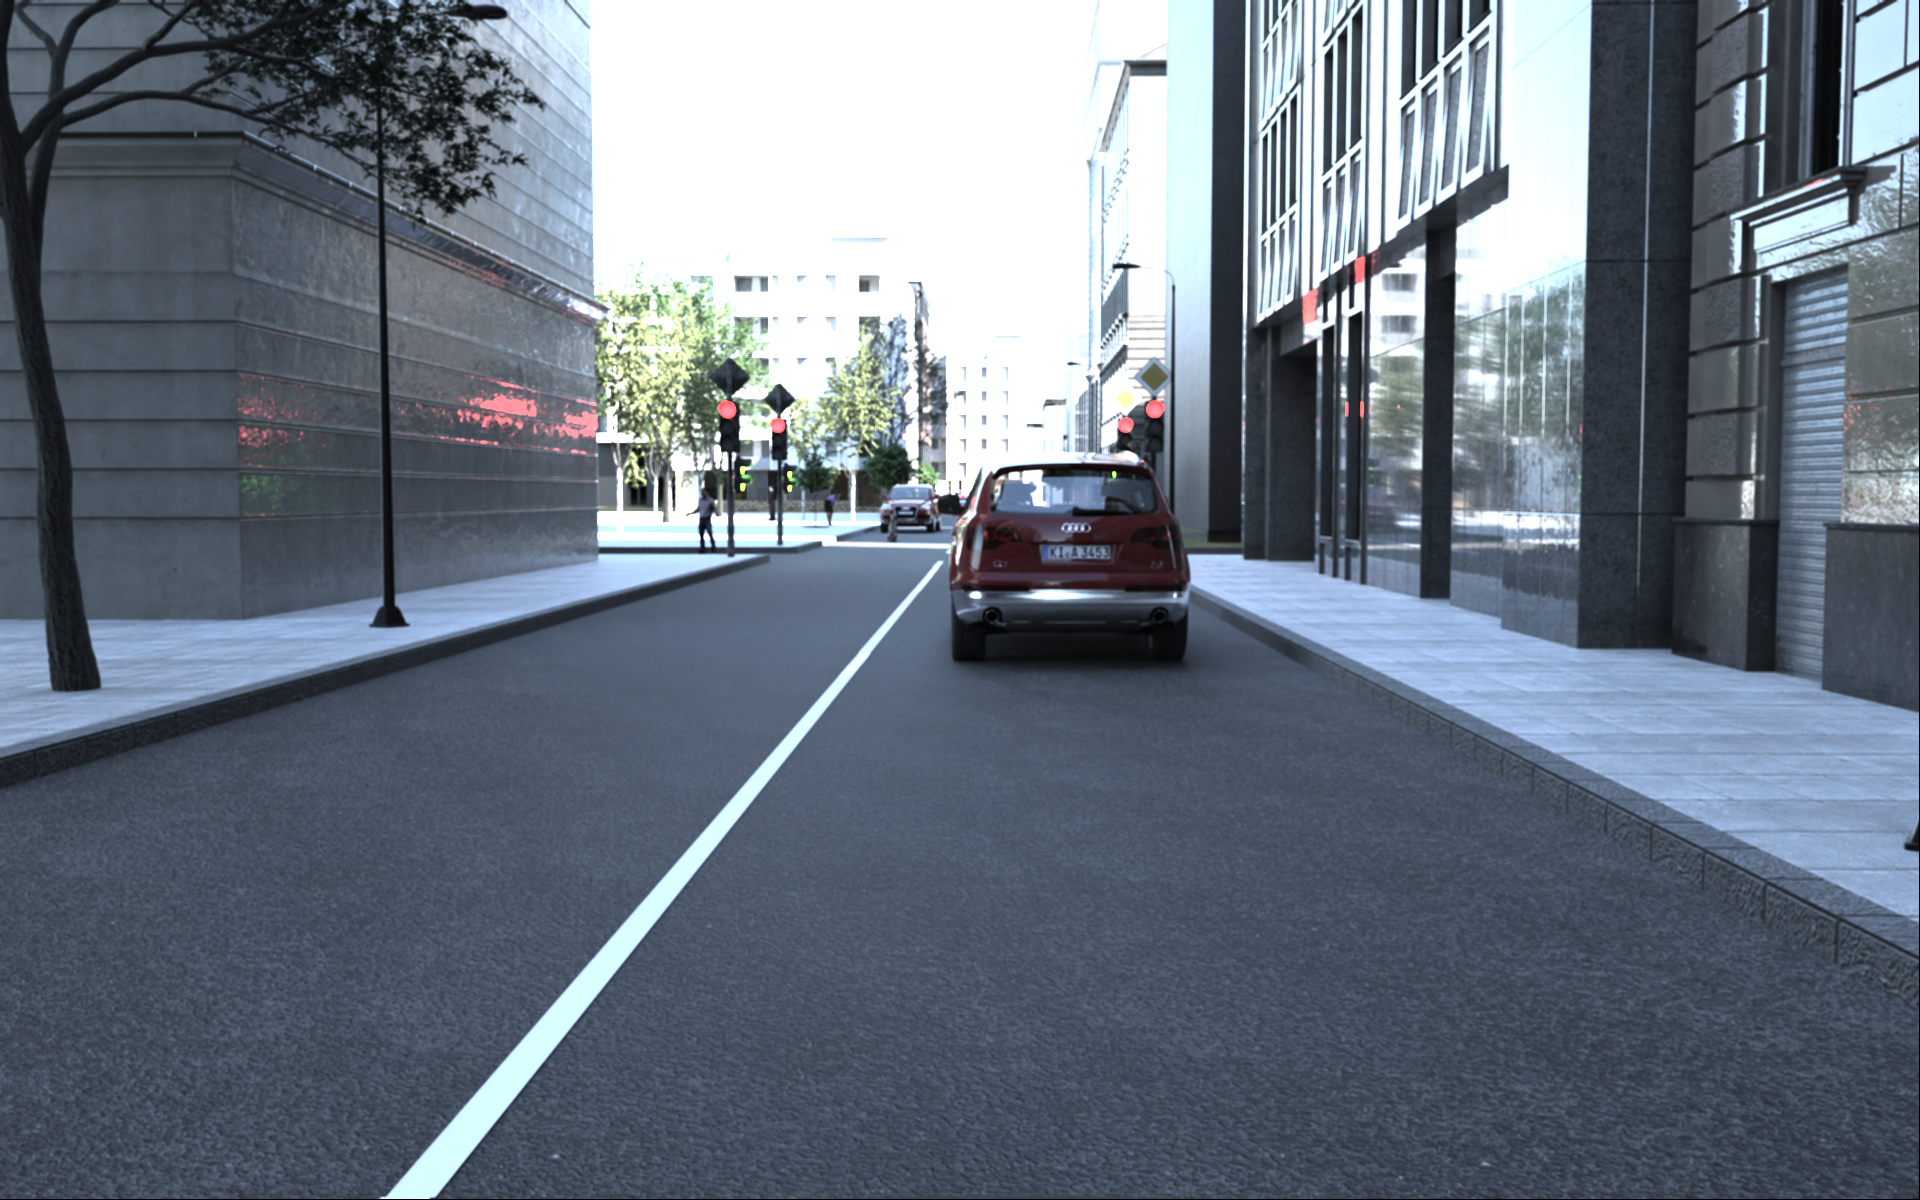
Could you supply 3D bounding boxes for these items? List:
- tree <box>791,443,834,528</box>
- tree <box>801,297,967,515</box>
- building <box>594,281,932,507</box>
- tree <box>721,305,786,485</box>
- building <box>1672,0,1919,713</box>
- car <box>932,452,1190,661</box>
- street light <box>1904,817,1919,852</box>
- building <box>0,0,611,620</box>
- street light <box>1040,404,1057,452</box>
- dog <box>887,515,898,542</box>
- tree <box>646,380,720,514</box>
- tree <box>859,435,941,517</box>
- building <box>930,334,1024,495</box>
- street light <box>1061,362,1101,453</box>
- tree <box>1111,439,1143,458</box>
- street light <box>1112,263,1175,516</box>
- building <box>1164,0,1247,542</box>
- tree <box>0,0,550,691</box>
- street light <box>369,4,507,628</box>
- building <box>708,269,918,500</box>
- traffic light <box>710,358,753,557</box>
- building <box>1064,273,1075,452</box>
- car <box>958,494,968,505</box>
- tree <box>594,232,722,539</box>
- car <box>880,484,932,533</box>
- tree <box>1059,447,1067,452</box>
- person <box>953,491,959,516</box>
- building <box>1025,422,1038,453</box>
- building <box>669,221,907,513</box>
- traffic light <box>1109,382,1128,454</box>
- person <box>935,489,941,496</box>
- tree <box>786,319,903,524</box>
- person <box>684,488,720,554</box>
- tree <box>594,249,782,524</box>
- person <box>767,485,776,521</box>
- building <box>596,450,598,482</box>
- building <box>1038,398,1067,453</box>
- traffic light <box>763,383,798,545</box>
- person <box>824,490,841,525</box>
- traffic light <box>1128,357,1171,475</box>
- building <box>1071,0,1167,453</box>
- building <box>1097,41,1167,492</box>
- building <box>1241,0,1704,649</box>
[{"bbox_3d":[-5.655,-4.376,66.153,1.663,3.219,1.824,0,3,0],"label":"tree"},{"bbox_3d":[-4.402,-12.030,107.066,12.009,13.543,11.850,0,3,0],"label":"tree"},{"bbox_3d":[-19.639,-20.568,180.253,32.646,21.610,27.936,0,4,1],"label":"building"},{"bbox_3d":[-9.677,-6.923,63.561,4.737,8.622,4.395,0,3,0],"label":"tree"},{"bbox_3d":[11.080,-12.451,0.838,12.463,27.353,25.104,0,4,1],"label":"building"},{"bbox_3d":[0.918,-0.475,16.443,2.281,1.827,5.304,0,4,0],"label":"car"},{"bbox_3d":[3.052,-2.054,6.122,1.470,5.913,1.316,0,4,1],"label":"street light"},{"bbox_3d":[-28.554,-15.206,25.034,44.131,29.872,17.030,0,4,1],"label":"building"},{"bbox_3d":[5.030,-7.143,89.321,1.470,5.913,1.316,0,4,1],"label":"street light"},{"bbox_3d":[-2.125,-2.145,51.914,0.513,0.831,0.800,3,5,41],"label":"dog"},{"bbox_3d":[-15.748,-9.408,104.175,4.360,8.622,3.978,0,3,0],"label":"tree"},{"bbox_3d":[-3.928,-6.907,96.649,4.285,4.588,4.351,0,3,0],"label":"tree"},{"bbox_3d":[1.951,-21.681,210.911,11.380,20.091,16.016,0,4,1],"label":"building"},{"bbox_3d":[4.390,-5.412,61.022,1.470,5.913,1.316,0,4,1],"label":"street light"},{"bbox_3d":[5.260,-3.582,53.171,1.663,3.219,1.824,0,3,0],"label":"tree"},{"bbox_3d":[3.747,-3.816,34.933,1.470,5.913,1.316,0,4,1],"label":"street light"},{"bbox_3d":[18.590,-15.706,50.303,24.014,27.812,14.314,0,4,1],"label":"building"},{"bbox_3d":[-6.159,-4.688,11.060,7.601,10.594,8.767,0,4,-5],"label":"tree"},{"bbox_3d":[-4.994,-2.695,16.599,1.470,5.913,1.316,0,4,1],"label":"street light"},{"bbox_3d":[-12.664,-17.092,145.918,16.747,18.905,31.486,0,4,1],"label":"building"},{"bbox_3d":[-4.660,-2.814,35.253,0.839,4.213,0.868,0,4,1],"label":"traffic light"},{"bbox_3d":[15.962,-16.784,130.844,16.016,20.091,11.380,0,4,1],"label":"building"},{"bbox_3d":[0.249,-8.175,145.667,2.014,1.417,4.499,0,3,0],"label":"car"},{"bbox_3d":[-9.568,-6.076,49.699,4.737,8.622,4.395,0,3,0],"label":"tree"},{"bbox_3d":[-1.842,-3.504,65.965,2.281,1.827,5.304,0,4,3],"label":"car"},{"bbox_3d":[7.341,-8.486,122.462,4.285,4.588,4.351,0,3,0],"label":"tree"},{"bbox_3d":[-0.327,-6.335,113.542,0.593,1.643,0.415,3,4,36],"label":"person"},{"bbox_3d":[21.831,-16.215,207.260,28.070,9.664,9.099,0,4,1],"label":"building"},{"bbox_3d":[-11.800,-16.394,124.464,16.016,20.091,11.380,0,4,1],"label":"building"},{"bbox_3d":[4.073,-3.292,43.067,0.839,4.213,0.868,0,4,1],"label":"traffic light"},{"bbox_3d":[-2.653,-11.570,195.302,1.350,1.814,0.705,0,4,7],"label":"person"},{"bbox_3d":[-4.531,-7.552,73.834,4.737,8.622,4.395,0,3,0],"label":"tree"},{"bbox_3d":[-6.076,-1.882,41.236,0.963,1.587,0.435,1,4,19],"label":"person"},{"bbox_3d":[-12.816,-9.115,74.780,9.928,11.665,9.643,0,3,0],"label":"tree"},{"bbox_3d":[-9.024,-4.634,82.606,0.445,1.727,0.742,-1,4,-14],"label":"person"},{"bbox_3d":[-49.789,-15.193,190.551,28.070,9.664,9.099,0,4,1],"label":"building"},{"bbox_3d":[11.970,-12.801,151.447,9.099,9.664,28.070,0,4,1],"label":"building"},{"bbox_3d":[-4.486,-3.302,43.237,0.839,4.213,0.868,0,4,1],"label":"traffic light"},{"bbox_3d":[-5.226,-3.778,71.046,0.697,1.427,0.421,1,4,13],"label":"person"},{"bbox_3d":[3.900,-2.804,35.084,0.839,4.213,0.868,0,4,1],"label":"traffic light"},{"bbox_3d":[12.796,-19.863,102.256,11.434,29.767,29.804,0,4,1],"label":"building"},{"bbox_3d":[11.563,-14.019,78.356,9.793,20.994,18.267,0,4,1],"label":"building"},{"bbox_3d":[11.341,-12.561,23.392,12.078,24.808,19.932,0,4,1],"label":"building"}]
